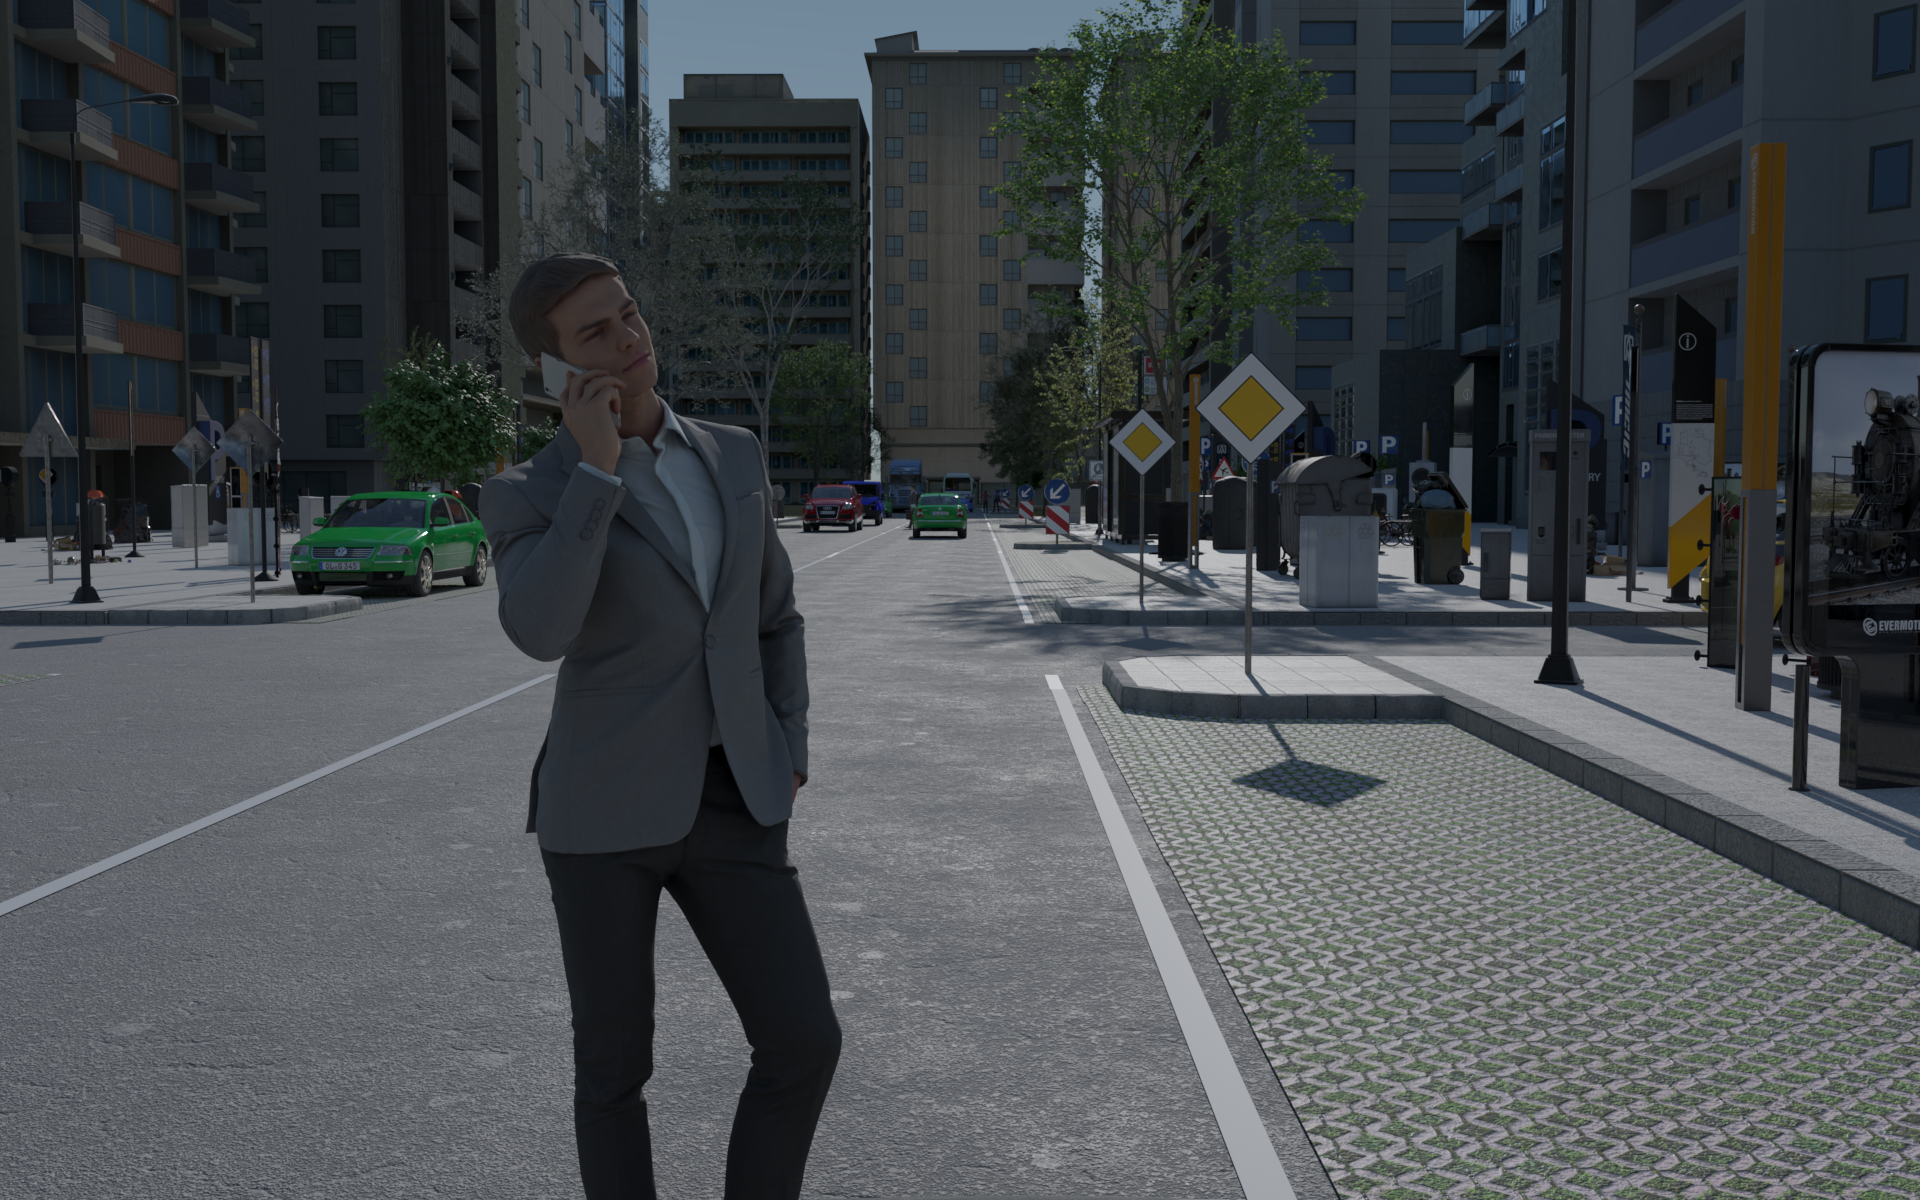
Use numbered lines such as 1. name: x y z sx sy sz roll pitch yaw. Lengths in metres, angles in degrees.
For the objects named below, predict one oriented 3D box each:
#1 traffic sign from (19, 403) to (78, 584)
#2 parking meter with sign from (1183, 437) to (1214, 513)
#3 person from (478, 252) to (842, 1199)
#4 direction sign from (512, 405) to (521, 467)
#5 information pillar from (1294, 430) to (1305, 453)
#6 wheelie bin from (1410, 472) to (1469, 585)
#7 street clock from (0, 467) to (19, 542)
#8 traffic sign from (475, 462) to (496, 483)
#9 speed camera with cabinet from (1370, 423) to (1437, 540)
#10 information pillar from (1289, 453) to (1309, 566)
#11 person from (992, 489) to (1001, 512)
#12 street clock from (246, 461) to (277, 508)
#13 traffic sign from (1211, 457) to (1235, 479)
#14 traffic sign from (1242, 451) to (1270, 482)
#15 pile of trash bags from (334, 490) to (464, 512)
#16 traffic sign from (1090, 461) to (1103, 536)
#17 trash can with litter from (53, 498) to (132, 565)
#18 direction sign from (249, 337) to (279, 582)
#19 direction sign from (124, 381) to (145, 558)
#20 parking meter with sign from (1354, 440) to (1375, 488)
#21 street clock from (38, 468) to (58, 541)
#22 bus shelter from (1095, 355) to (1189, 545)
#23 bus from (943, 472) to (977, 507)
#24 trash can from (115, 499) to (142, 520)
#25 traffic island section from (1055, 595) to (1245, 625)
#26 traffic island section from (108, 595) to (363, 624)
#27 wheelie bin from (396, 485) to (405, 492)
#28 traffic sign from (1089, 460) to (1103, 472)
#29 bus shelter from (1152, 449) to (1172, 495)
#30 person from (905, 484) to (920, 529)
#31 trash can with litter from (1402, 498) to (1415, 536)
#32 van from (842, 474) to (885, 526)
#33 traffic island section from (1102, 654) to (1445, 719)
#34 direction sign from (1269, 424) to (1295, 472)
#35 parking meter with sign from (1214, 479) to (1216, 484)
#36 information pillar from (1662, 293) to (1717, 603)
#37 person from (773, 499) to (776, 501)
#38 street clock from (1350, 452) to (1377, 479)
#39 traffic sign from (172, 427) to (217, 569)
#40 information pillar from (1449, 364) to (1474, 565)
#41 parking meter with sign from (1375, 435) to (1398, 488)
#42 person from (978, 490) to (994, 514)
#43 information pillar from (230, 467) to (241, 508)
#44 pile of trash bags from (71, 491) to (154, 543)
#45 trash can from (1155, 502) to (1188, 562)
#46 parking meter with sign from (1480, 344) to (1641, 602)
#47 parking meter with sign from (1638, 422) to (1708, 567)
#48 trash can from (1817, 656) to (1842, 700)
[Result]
1. traffic sign: -13.004 -1.511 24.706 0.884 2.594 0.081 0 4 6
2. parking meter with sign: 6.976 -3.520 53.814 0.543 3.016 1.738 -3 4 -39
3. person: -0.455 0.360 2.788 0.592 1.802 0.473 -1 4 -20
4. direction sign: -11.131 -3.155 43.589 0.379 3.537 0.876 0 4 -4
5. information pillar: 12.358 -4.399 63.280 0.504 3.616 0.183 -1 4 -14
6. wheelie bin: 6.814 -1.028 24.710 0.693 1.594 0.980 0 4 -6
7. street clock: -25.205 -2.529 45.914 0.471 2.002 0.358 1 4 14
8. traffic sign: -12.841 -2.867 46.882 0.884 2.594 0.081 0 4 8
9. speed camera with cabinet: 12.140 -3.285 48.049 2.038 3.252 0.660 1 4 23
10. information pillar: 6.094 -1.629 31.124 0.304 2.012 0.304 1 4 15
11. person: 2.864 -7.879 137.192 0.709 1.838 0.599 0 4 3
12. street clock: -14.655 -1.937 36.247 0.358 2.002 0.471 3 5 42
13. traffic sign: 9.165 -3.680 60.173 0.884 2.594 0.081 0 4 3
14. traffic sign: 8.094 -2.896 47.453 0.768 2.556 0.104 0 4 4
15. pile of trash bags: -13.567 -1.961 41.822 3.447 1.369 1.912 1 4 14
16. traffic sign: 4.279 -3.124 53.203 0.606 2.300 0.079 0 4 2
17. trash can with litter: -16.324 -1.293 32.198 1.678 1.210 2.233 0 4 -4
18. direction sign: -10.248 -2.045 25.428 0.379 3.537 0.876 0 4 -6
19. direction sign: -16.758 -2.634 35.065 0.379 3.537 0.876 -1 4 -22
20. parking meter with sign: 13.569 -3.691 56.606 0.543 3.016 1.738 3 5 44
21. street clock: -24.926 -2.618 47.379 0.471 2.002 0.358 -2 4 -30
22. bus shelter: 4.918 -4.291 47.797 2.179 5.291 8.768 0 4 1
23. bus: -0.032 -10.028 158.810 2.948 3.499 13.247 0 4 1
24. trash can: -24.616 -2.426 51.317 0.748 1.137 0.748 0 3 0
25. traffic island section: 2.155 0.116 20.389 2.009 0.180 2.903 0 4 1
26. traffic island section: -8.386 0.109 20.491 2.009 0.180 2.903 0 4 1
27. wheelie bin: -20.293 -3.367 62.954 0.693 1.594 0.980 -1 4 -23
28. traffic sign: 5.222 -3.961 64.863 0.768 2.556 0.104 0 4 3
29. bus shelter: 7.434 -4.652 67.347 1.731 3.624 6.357 0 4 0
30. person: -1.907 -3.863 71.622 0.822 1.834 0.622 -1 4 -20
31. trash can with litter: 14.100 -2.564 53.311 0.624 1.170 1.055 -1 4 -23
32. van: -4.556 -4.631 80.106 2.240 2.365 5.245 0 4 -1
33. traffic island section: 2.081 0.604 12.404 2.009 0.180 2.903 0 4 1
34. direction sign: 10.468 -3.938 56.380 0.876 3.537 0.379 3 4 37
35. parking meter with sign: 13.128 -5.646 88.576 1.738 3.016 0.543 -3 5 -39
36. information pillar: 8.573 -1.771 20.315 0.504 3.616 0.183 0 4 3
37. person: -18.780 -10.189 175.811 0.721 1.743 1.217 -2 4 -32
38. street clock: 6.912 -1.546 29.843 0.471 2.002 0.358 0 4 -2
39. traffic sign: -13.158 -1.749 29.782 0.795 2.450 0.064 0 4 5
40. information pillar: 9.010 -2.432 31.115 0.504 3.616 0.183 -2 4 -29
41. parking meter with sign: 12.546 -3.334 50.767 0.543 3.016 1.738 1 4 14
42. person: 1.891 -7.202 126.965 1.217 1.743 0.721 1 4 13
43. information pillar: -19.740 -2.622 47.355 0.304 2.012 0.304 0 4 -6
44. pile of trash bags: -22.215 -2.165 45.143 1.912 1.369 3.447 -1 4 -16
45. trash can: 4.073 -1.306 33.001 0.748 1.137 0.748 0 3 0
46. parking meter with sign: 7.158 -1.497 20.743 1.738 3.016 0.543 1 4 19
47. parking meter with sign: 12.397 -2.095 30.515 1.738 3.016 0.543 -1 4 -13
48. trash can: 5.704 0.052 10.811 0.748 1.137 0.748 0 3 0
